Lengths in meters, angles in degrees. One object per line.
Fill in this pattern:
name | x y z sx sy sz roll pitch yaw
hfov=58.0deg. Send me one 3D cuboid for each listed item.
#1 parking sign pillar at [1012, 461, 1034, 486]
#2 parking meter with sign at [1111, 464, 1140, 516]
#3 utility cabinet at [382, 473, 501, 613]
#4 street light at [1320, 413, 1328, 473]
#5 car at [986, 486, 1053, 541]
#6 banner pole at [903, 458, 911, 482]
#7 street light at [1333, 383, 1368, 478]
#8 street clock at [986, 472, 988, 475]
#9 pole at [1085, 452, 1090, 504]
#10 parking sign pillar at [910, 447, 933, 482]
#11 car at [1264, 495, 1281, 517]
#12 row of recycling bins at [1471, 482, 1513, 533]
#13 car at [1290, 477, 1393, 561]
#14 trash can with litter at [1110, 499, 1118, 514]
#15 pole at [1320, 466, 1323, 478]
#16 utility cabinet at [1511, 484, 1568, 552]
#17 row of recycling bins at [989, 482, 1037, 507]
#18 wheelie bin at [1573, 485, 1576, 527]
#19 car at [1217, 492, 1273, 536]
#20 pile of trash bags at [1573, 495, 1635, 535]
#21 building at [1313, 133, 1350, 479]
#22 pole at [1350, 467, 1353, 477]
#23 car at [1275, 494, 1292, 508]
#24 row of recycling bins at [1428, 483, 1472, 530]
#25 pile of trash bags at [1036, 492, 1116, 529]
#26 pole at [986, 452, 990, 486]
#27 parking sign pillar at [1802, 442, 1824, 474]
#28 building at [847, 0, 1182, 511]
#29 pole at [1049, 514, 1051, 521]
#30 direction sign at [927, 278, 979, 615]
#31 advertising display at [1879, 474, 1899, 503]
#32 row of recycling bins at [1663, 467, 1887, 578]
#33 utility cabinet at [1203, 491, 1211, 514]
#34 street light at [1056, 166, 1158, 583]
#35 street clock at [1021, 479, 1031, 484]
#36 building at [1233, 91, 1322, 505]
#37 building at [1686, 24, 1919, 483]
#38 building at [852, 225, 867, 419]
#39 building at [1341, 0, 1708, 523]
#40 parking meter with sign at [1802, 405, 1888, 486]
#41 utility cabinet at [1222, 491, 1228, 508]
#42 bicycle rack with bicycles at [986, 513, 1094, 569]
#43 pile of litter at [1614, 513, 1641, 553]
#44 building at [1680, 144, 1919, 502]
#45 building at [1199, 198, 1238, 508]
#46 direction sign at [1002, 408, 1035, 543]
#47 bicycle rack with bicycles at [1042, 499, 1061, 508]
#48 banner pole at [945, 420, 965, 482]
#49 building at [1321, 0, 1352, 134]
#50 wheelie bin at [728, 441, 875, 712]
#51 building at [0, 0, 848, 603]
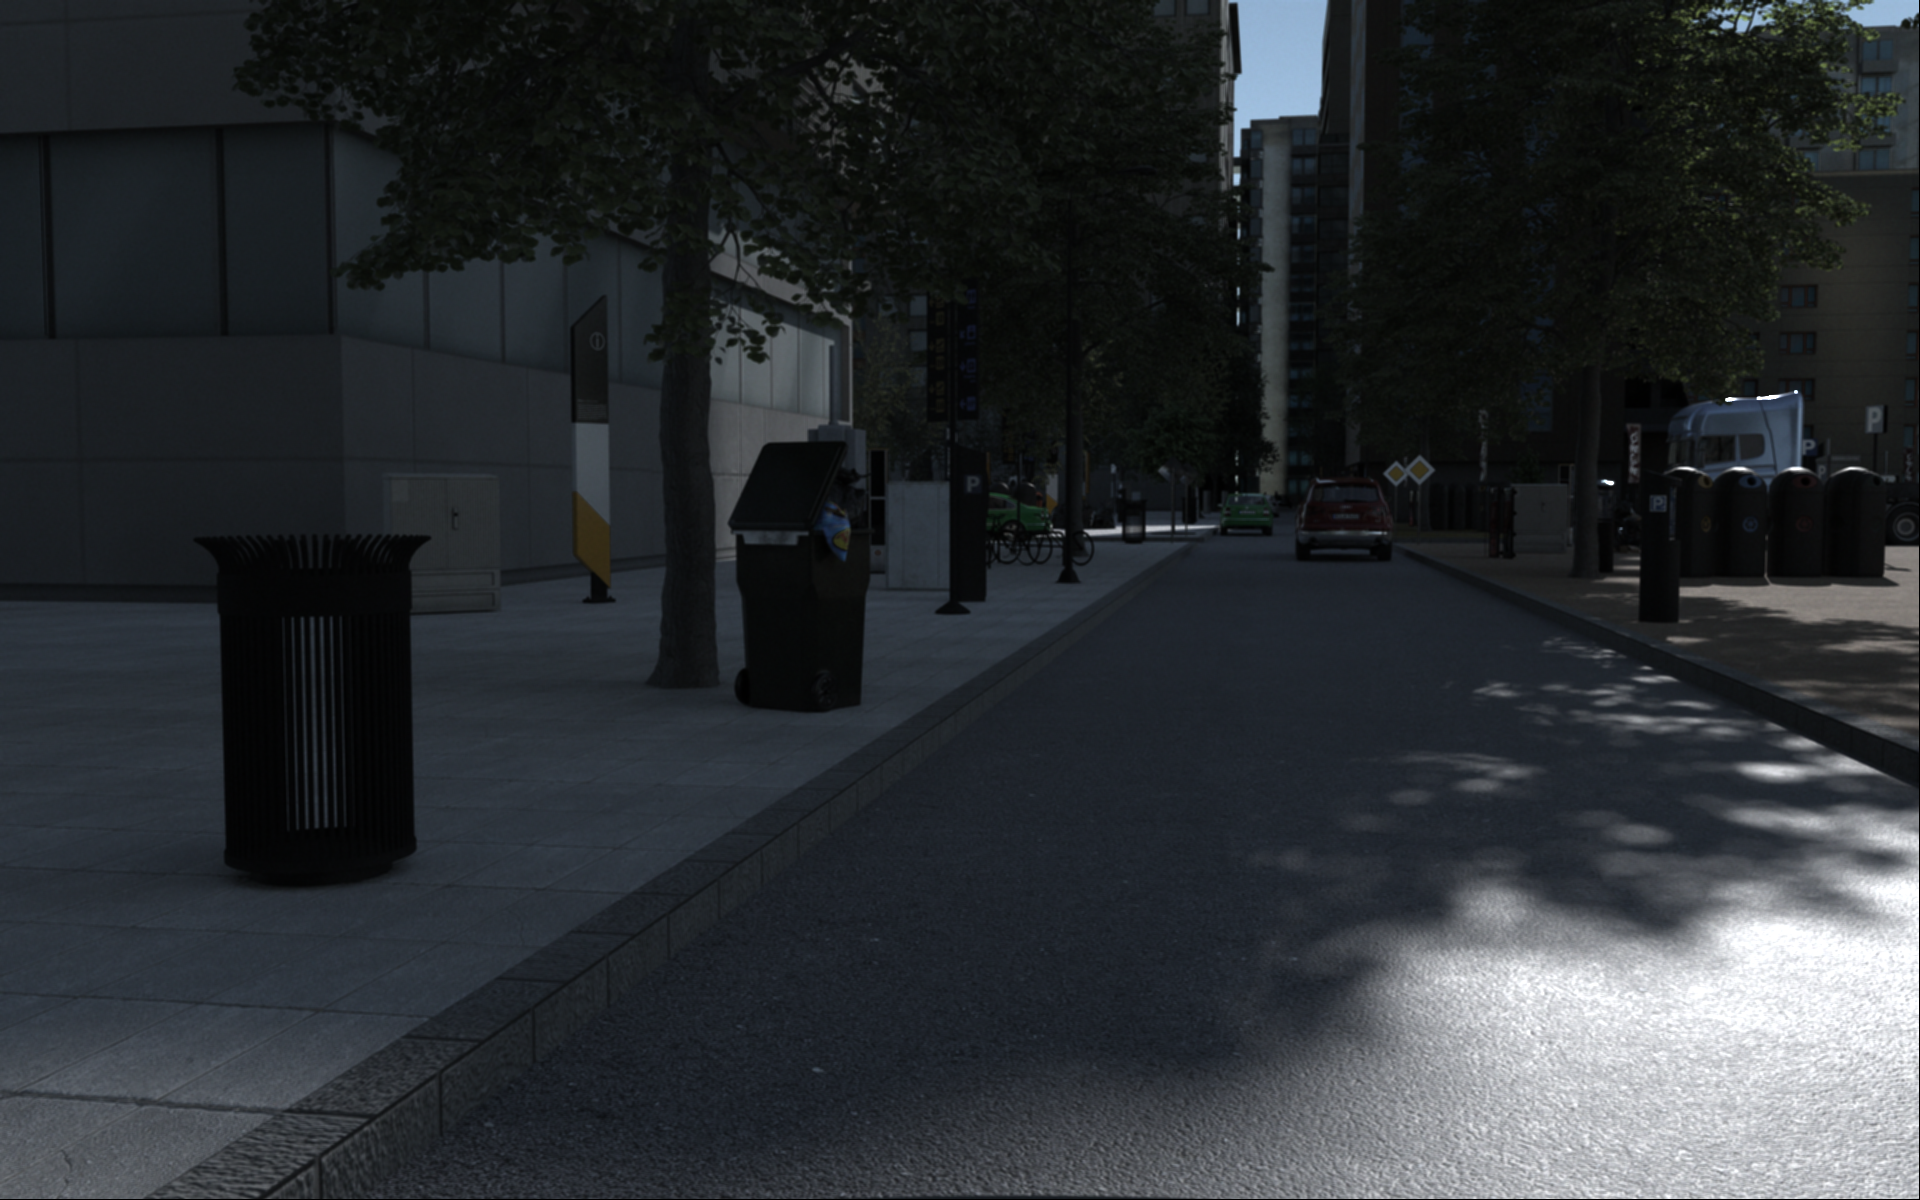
parking sign pillar | 3.668 -6.882 100.995 1.447 3.967 1.447 -2 4 -33
parking meter with sign | 9.650 -6.390 100.743 1.738 3.016 0.543 -2 4 -30
utility cabinet | -5.566 -0.609 18.633 1.173 1.500 0.318 -3 4 -36
street light | 21.232 -7.730 98.924 1.470 5.913 1.316 1 4 10
car | 0.306 -2.521 50.007 4.718 1.807 1.959 1 4 9
banner pole | -3.102 -7.121 106.452 0.863 3.779 0.401 0 4 -7
street light | 16.534 -6.124 72.674 1.470 5.913 1.316 1 4 10
street clock | 0.469 -2.481 45.137 0.471 2.002 0.358 -1 4 -11
pole | 6.227 -5.554 84.646 0.158 3.312 0.155 0 3 0
parking sign pillar | -2.225 -6.812 99.849 1.447 3.967 1.447 1 4 23
car | 18.920 -5.842 107.881 2.083 1.381 4.827 1 4 12
row of recycling bins | 18.116 -3.127 58.243 1.069 1.692 3.534 0 4 8
car | 8.578 -1.850 38.915 2.281 1.827 5.304 1 4 10
trash can with litter | 10.235 -6.268 113.873 1.055 1.170 0.624 1 4 11
pole | 25.835 -7.948 123.796 0.158 3.312 0.155 0 3 0
utility cabinet | 12.581 -1.773 37.663 1.173 1.500 0.318 1 4 15
row of recycling bins | 0.927 -3.250 60.254 3.534 1.692 1.069 -1 4 -10
wheelie bin | 21.721 -3.233 60.773 0.980 1.594 0.693 3 5 42
car | 10.059 -3.193 61.008 1.959 1.807 4.718 0 4 8
pile of trash bags | 19.862 -2.691 53.758 1.912 1.369 3.447 3 4 37
building | 35.982 -22.576 140.812 14.160 30.474 14.107 1 4 10
pole | 27.170 -7.725 120.152 0.158 3.312 0.155 0 3 0
car | 32.716 -10.126 175.345 2.009 1.686 4.222 1 4 9
row of recycling bins | 18.097 -3.396 62.644 3.534 1.692 1.069 -3 4 -38
pile of trash bags | 3.933 -3.301 63.720 3.447 1.369 1.912 -2 4 -32
pole | 1.366 -5.505 83.853 0.158 3.312 0.155 0 3 0
parking sign pillar | 44.197 -6.218 90.143 1.447 3.967 1.447 2 4 29
building | 8.164 -33.835 142.443 28.713 52.752 27.495 1 4 10
pole | 3.876 -5.015 75.833 0.158 3.312 0.155 0 3 0
direction sign | -0.078 -1.622 18.509 0.379 3.537 0.876 -3 4 -38
advertising display | 30.249 -3.148 56.684 0.123 1.923 0.974 -1 4 -20
row of recycling bins | 12.551 -1.215 26.971 3.534 1.692 1.069 0 4 -2
utility cabinet | 15.983 -6.318 111.973 0.318 1.500 1.173 1 4 19
street light | 2.100 -3.194 24.761 1.470 5.913 1.316 1 4 10
street clock | 3.123 -4.742 82.100 0.471 2.002 0.358 2 4 33
building | 49.297 -36.585 217.775 30.456 49.044 23.786 1 4 10
building | 84.285 -34.272 179.952 30.456 49.044 23.786 1 4 10
building | -10.716 -33.229 197.925 28.867 44.769 22.147 1 4 10
building | 25.578 -26.328 80.577 14.600 45.320 14.200 1 4 10
parking meter with sign | 17.215 -2.311 34.040 1.738 3.016 0.543 0 4 -8
utility cabinet | 19.121 -7.112 124.953 0.318 1.500 1.173 0 4 1
bicycle rack with bicycles | 0.615 -1.093 31.257 2.852 0.926 2.925 -3 4 -39
pile of litter | 14.741 -1.458 37.796 1.719 0.858 1.176 2 4 30
building | 40.267 -16.124 108.665 27.650 21.520 28.899 1 4 10
building | 18.902 -23.959 163.424 14.160 30.474 14.107 1 4 10
direction sign | 1.540 -3.270 45.459 0.876 3.537 0.379 1 4 12
bicycle rack with bicycles | 5.815 -6.573 120.843 2.852 0.926 2.925 -2 4 -30
banner pole | -0.122 -4.172 58.237 0.863 3.779 0.401 0 4 2
building | 43.803 -32.616 156.978 21.300 48.544 21.600 1 4 10
wheelie bin | -0.960 -0.157 10.481 0.980 1.594 0.693 2 4 34
building | -16.741 -27.215 34.202 27.495 52.752 28.713 1 4 10
